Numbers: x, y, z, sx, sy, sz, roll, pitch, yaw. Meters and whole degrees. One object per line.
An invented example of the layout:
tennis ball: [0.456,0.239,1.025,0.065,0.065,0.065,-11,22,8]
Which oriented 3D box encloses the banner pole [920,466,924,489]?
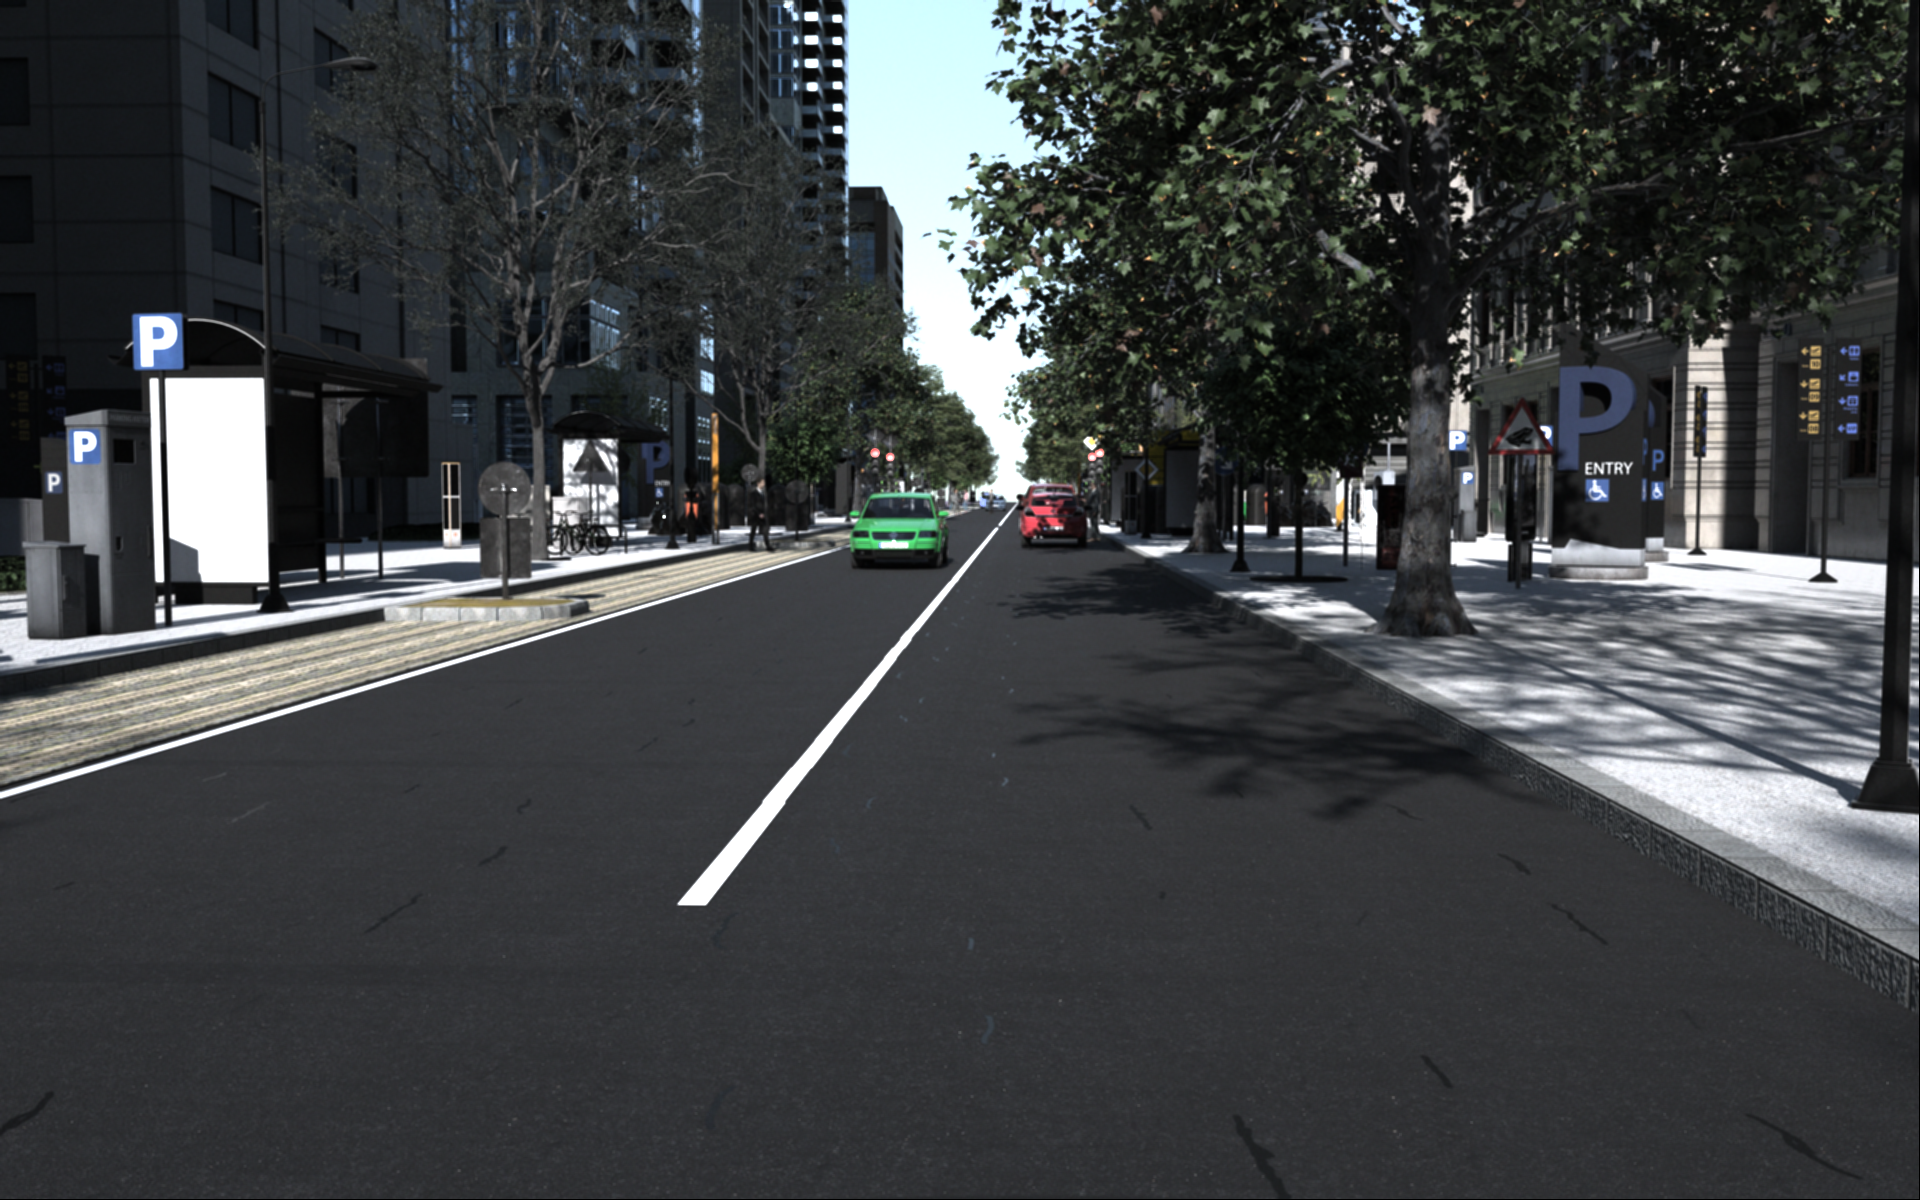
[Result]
banner pole: [-3.066,-9.134,139.363,0.401,3.779,0.863,-2,4,-24]

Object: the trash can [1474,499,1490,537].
trash can: [15.460,-2.455,51.793,0.748,1.137,0.748,0,3,0]

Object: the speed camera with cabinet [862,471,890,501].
speed camera with cabinet: [-5.101,-6.886,106.914,2.038,3.252,0.660,-2,4,-34]

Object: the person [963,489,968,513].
person: [0.414,-7.429,129.978,0.388,1.821,0.555,-2,4,-32]

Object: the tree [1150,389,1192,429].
tree: [14.008,-10.256,118.054,4.360,8.622,3.978,0,3,0]

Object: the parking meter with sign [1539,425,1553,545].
parking meter with sign: [15.078,-2.876,43.288,0.543,3.016,1.738,-1,4,-19]

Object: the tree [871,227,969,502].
tree: [-6.305,-8.780,53.931,12.009,13.543,11.850,0,3,0]

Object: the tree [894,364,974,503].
tree: [-3.098,-14.229,150.776,7.486,12.596,7.792,0,3,0]

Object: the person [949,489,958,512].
person: [-0.532,-7.664,133.784,0.713,1.824,0.794,-1,4,-21]

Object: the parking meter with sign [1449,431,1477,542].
parking meter with sign: [13.630,-3.096,46.880,0.543,3.016,1.738,0,4,2]

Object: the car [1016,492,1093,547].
car: [2.615,-2.387,48.072,2.155,1.783,4.494,0,4,3]

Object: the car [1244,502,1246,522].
car: [10.765,-4.145,76.570,4.718,1.807,1.959,0,4,0]

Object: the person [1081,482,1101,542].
person: [3.985,-2.677,52.452,0.590,1.801,0.661,-1,4,-10]

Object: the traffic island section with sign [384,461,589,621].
traffic island section with sign: [-5.463,-0.716,20.343,1.989,1.847,2.006,0,4,2]

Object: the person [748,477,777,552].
person: [-4.918,-2.116,42.881,0.755,1.850,0.659,2,4,29]

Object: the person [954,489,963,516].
person: [-0.115,-6.491,114.903,0.573,1.790,0.520,0,4,3]

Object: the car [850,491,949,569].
car: [-1.180,-1.587,34.740,1.959,1.807,4.718,0,4,2]

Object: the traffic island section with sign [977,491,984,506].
traffic island section with sign: [1.537,-12.092,206.333,1.989,1.847,2.006,0,4,2]

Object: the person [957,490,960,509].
person: [-0.221,-9.384,161.951,0.705,1.821,1.348,0,4,-6]

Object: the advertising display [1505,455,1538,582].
advertising display: [8.306,-1.249,25.638,0.123,1.923,0.974,3,4,37]

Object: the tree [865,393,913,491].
tree: [-4.824,-10.301,118.790,4.360,8.622,3.978,0,3,0]

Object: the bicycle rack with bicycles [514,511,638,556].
bicycle rack with bicycles: [-8.402,-1.445,37.015,2.925,0.926,2.852,3,4,39]

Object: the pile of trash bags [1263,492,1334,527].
pile of trash bags: [12.910,-3.514,67.202,3.447,1.369,1.912,-3,5,-45]

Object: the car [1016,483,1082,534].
car: [3.114,-3.145,60.092,2.281,1.827,5.304,0,4,0]

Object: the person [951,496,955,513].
person: [-0.417,-7.122,127.537,0.503,1.515,0.523,-1,4,-15]

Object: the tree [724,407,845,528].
tree: [-5.956,-5.005,65.538,4.285,4.588,4.351,0,3,0]

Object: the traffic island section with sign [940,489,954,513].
traffic island section with sign: [-1.349,-7.409,129.767,1.989,1.847,2.006,0,4,2]

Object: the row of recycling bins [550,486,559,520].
row of recycling bins: [-20.955,-4.748,84.734,3.534,1.692,1.069,-2,4,-35]

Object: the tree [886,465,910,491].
tree: [-4.159,-7.298,113.927,1.663,3.219,1.824,0,3,0]

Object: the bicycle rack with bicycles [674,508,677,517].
bicycle rack with bicycles: [-10.794,-3.193,65.593,2.925,0.926,2.852,-1,4,-19]

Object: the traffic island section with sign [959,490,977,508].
traffic island section with sign: [0.513,-10.436,179.252,1.989,1.847,2.006,0,4,2]

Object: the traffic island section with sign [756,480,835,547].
traffic island section with sign: [-4.446,-2.364,47.279,1.989,1.847,2.006,0,4,2]

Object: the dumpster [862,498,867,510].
dumpster: [-6.471,-7.318,125.408,1.264,1.857,1.865,0,4,2]

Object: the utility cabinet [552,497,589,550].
utility cabinet: [-8.965,-1.758,39.909,1.020,1.237,0.306,3,5,41]

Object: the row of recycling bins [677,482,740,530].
row of recycling bins: [-9.021,-3.316,61.329,1.069,1.692,3.534,1,4,14]

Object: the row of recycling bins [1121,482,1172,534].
row of recycling bins: [6.264,-3.053,57.037,1.069,1.692,3.534,-1,4,-18]

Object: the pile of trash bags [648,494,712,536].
pile of trash bags: [-8.575,-2.701,53.917,1.912,1.369,3.447,-1,4,-19]

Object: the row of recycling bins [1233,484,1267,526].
row of recycling bins: [10.756,-3.896,70.814,3.534,1.692,1.069,1,4,10]

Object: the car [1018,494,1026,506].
car: [7.448,-11.306,194.636,2.009,1.686,4.222,0,4,3]

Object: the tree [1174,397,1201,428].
tree: [16.577,-10.688,125.116,4.737,8.622,4.395,0,3,0]

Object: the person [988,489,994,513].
person: [2.312,-7.384,129.412,0.473,1.802,0.592,2,4,23]

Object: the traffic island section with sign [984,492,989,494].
traffic island section with sign: [3.584,-15.448,261.200,1.989,1.847,2.006,0,4,2]

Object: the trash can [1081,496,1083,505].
trash can: [8.587,-6.551,118.768,0.748,1.137,0.748,0,3,0]

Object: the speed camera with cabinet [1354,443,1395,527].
speed camera with cabinet: [16.257,-4.502,67.948,0.660,3.252,2.038,-1,4,-19]

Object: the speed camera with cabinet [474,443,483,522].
speed camera with cabinet: [-19.105,-4.503,67.958,0.660,3.252,2.038,-1,4,-12]

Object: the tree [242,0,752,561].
tree: [-8.113,-7.501,33.013,12.009,13.543,11.850,0,3,0]

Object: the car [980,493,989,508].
car: [2.979,-10.226,176.787,1.945,1.707,3.694,0,4,4]

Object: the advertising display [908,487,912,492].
advertising display: [-4.308,-8.191,139.138,0.974,1.923,0.123,1,4,19]

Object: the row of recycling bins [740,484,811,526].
row of recycling bins: [-7.708,-3.812,69.435,3.534,1.692,1.069,-1,4,-23]

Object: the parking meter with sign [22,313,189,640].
parking meter with sign: [-7.874,-1.207,15.988,0.543,3.016,1.738,1,4,11]

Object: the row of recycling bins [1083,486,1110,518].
row of recycling bins: [7.814,-5.212,92.329,1.069,1.692,3.534,-2,4,-35]

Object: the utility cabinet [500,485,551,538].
utility cabinet: [-10.694,-2.075,42.605,1.173,1.500,0.318,-2,4,-33]

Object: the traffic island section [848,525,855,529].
traffic island section: [-3.515,-3.039,71.962,2.009,0.180,2.903,0,4,2]

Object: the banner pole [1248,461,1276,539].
banner pole: [8.728,-3.669,50.008,0.863,3.779,0.401,2,4,27]

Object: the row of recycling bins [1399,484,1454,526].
row of recycling bins: [19.110,-3.817,69.516,3.534,1.692,1.069,2,4,24]

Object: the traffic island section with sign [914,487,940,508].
traffic island section with sign: [-2.357,-5.762,102.830,1.989,1.847,2.006,0,4,2]

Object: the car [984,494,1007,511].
car: [3.041,-8.321,148.053,2.014,1.417,4.499,0,4,2]
